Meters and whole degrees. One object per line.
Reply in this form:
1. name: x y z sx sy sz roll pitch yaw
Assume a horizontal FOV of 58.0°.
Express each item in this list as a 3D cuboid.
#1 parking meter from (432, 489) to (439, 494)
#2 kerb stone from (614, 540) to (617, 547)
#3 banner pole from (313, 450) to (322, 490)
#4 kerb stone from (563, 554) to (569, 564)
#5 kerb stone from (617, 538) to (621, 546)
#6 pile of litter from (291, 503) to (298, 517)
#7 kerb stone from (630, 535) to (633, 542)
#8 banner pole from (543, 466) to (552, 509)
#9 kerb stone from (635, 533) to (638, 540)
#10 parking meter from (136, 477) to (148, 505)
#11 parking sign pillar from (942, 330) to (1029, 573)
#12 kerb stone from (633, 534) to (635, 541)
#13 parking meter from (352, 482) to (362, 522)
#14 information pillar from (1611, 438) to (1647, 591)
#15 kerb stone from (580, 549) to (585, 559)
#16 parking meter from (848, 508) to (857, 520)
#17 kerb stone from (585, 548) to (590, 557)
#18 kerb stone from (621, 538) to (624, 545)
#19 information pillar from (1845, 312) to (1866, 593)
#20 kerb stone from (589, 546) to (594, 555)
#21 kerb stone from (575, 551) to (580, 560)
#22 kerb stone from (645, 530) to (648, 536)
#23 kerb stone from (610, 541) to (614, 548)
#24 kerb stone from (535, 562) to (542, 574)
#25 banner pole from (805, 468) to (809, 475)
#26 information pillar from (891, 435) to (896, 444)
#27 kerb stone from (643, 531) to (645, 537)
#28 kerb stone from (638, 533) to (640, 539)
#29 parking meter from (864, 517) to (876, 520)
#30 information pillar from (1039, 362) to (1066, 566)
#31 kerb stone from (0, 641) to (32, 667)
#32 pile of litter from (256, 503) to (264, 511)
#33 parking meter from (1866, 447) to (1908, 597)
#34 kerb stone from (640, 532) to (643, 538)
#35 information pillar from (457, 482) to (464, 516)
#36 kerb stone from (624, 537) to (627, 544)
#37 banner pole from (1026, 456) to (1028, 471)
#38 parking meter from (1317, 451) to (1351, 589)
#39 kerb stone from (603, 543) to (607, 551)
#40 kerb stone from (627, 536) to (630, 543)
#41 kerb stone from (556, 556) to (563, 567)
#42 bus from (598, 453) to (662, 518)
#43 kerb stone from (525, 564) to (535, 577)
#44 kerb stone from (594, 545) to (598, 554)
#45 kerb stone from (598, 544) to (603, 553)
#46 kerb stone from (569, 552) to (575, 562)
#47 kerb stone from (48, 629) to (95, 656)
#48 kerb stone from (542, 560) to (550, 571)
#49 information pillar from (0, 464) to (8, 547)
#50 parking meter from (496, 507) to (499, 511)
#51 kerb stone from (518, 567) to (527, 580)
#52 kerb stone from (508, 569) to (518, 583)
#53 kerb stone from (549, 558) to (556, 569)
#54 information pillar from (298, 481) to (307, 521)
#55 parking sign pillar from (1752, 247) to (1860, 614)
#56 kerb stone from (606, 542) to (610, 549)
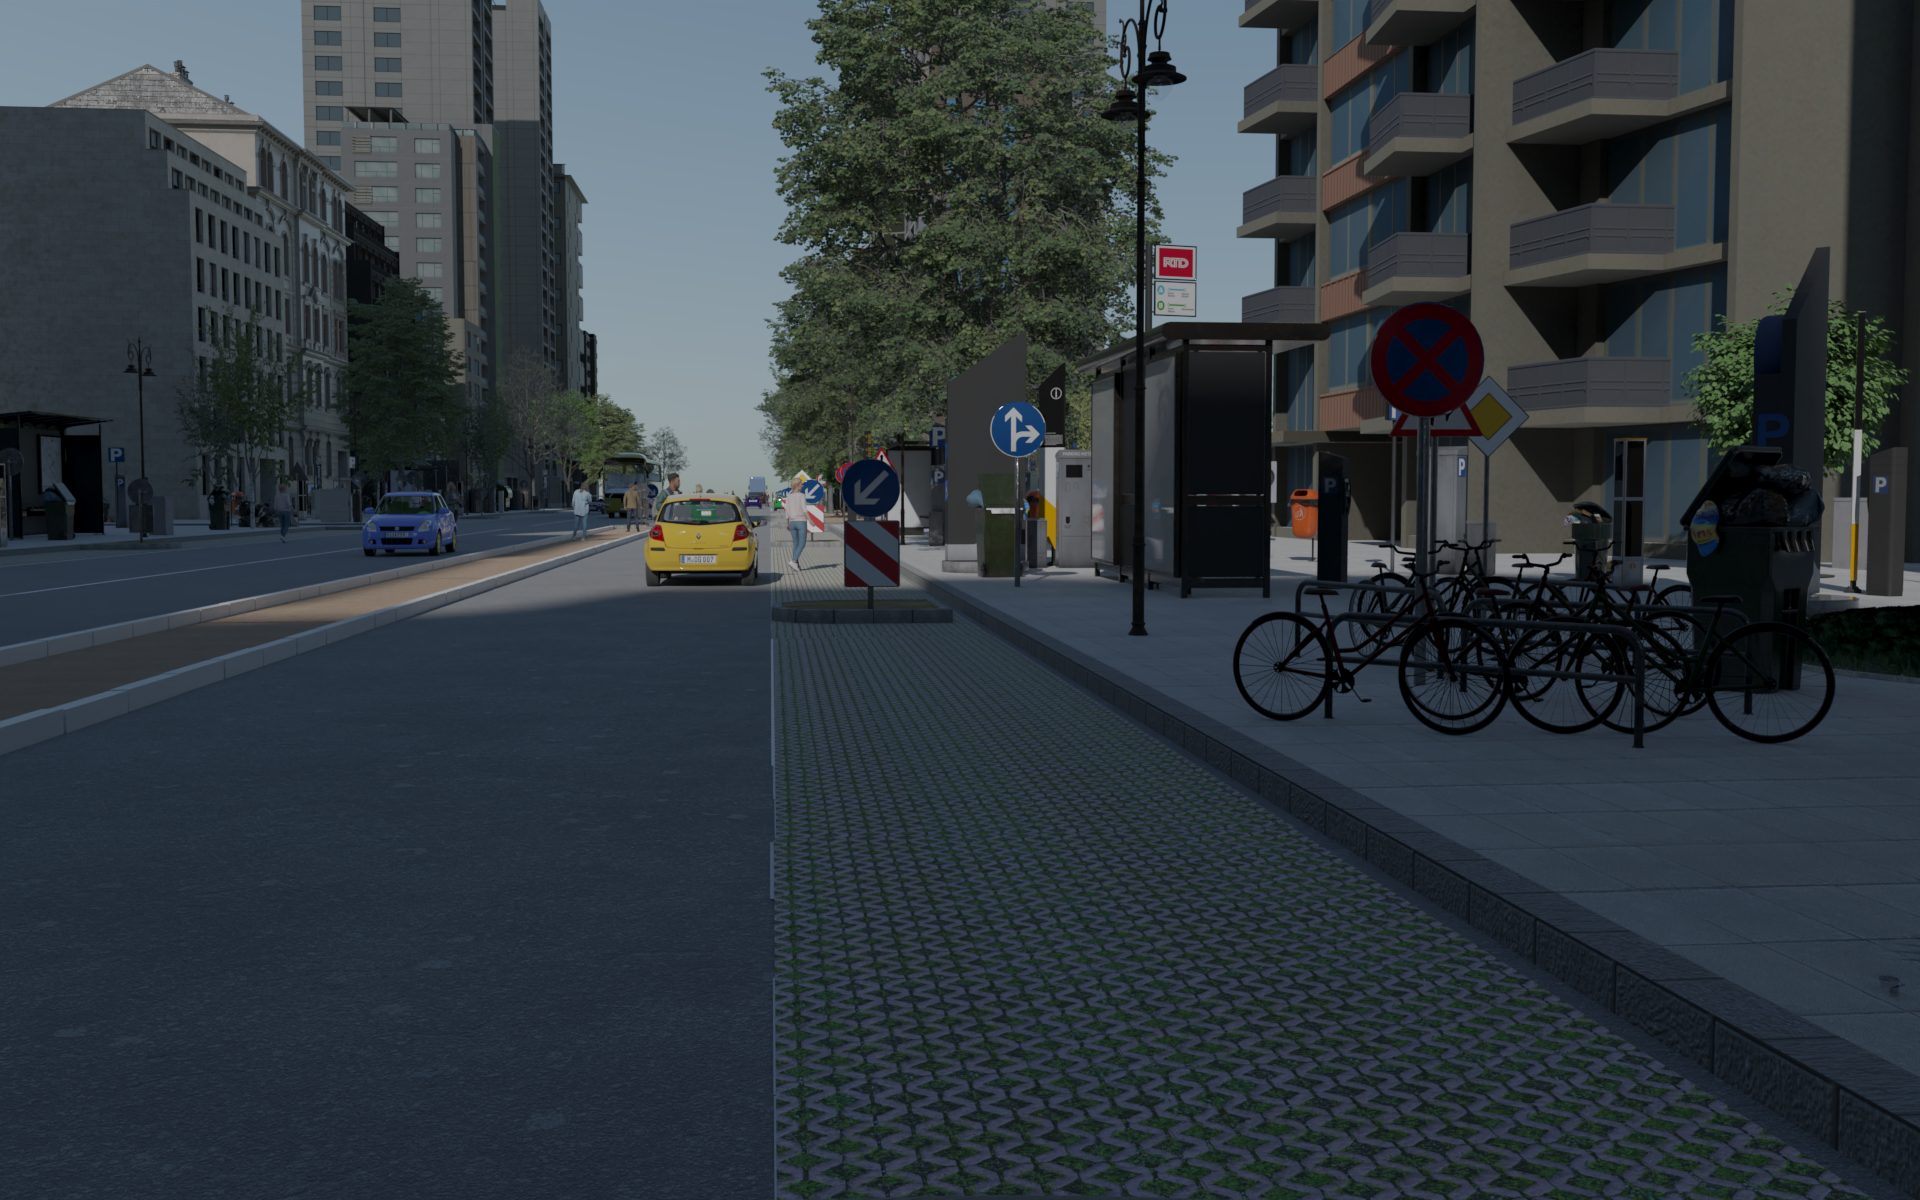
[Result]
1. parking meter: -28.605 -5.261 94.435 0.372 1.533 0.369 0 3 0
2. kerb stone: -9.380 -1.488 46.530 0.120 0.150 1.000 0 4 -6
3. banner pole: -36.905 -6.694 99.467 0.401 3.779 0.863 1 4 17
4. kerb stone: -8.150 -0.803 35.317 0.120 0.150 1.000 0 4 -6
5. kerb stone: -9.488 -1.547 47.550 0.120 0.150 1.000 0 4 -6
6. pile of litter: -36.725 -5.002 95.755 1.176 0.858 1.719 -1 4 -12
7. kerb stone: -9.934 -1.794 51.638 0.120 0.150 1.000 0 4 -6
8. banner pole: -36.150 -9.886 151.654 0.863 3.779 0.401 -3 5 -40
9. kerb stone: -10.153 -1.925 53.671 0.120 0.150 1.000 0 4 -6
10. parking meter: -28.201 -3.302 59.694 0.399 1.863 0.255 0 4 0
11. parking sign pillar: 0.416 -2.452 28.555 1.447 3.967 1.447 0 4 -7
12. kerb stone: -10.046 -1.863 52.654 0.120 0.150 1.000 0 4 -6
13. parking meter: -27.464 -4.479 78.949 0.399 1.863 0.255 3 4 36
14. information pillar: 8.851 -1.127 22.925 0.304 2.012 0.304 0 4 -6
15. kerb stone: -8.486 -0.990 38.389 0.120 0.150 1.000 0 4 -6
16. parking meter: -4.322 -3.894 69.383 0.255 1.863 0.399 -2 4 -29
17. kerb stone: -8.590 -1.053 39.406 0.120 0.150 1.000 0 4 -6
18. kerb stone: -9.599 -1.612 48.580 0.120 0.150 1.000 0 4 -6
19. information pillar: 11.673 -1.907 22.532 0.183 3.616 0.504 2 4 26
20. kerb stone: -8.707 -1.113 40.422 0.120 0.150 1.000 0 4 -6
21. kerb stone: -8.370 -0.927 37.355 0.120 0.150 1.000 0 4 -6
22. kerb stone: -10.600 -2.174 57.746 0.120 0.150 1.000 0 4 -6
23. kerb stone: -9.262 -1.426 45.515 0.120 0.150 1.000 0 4 -6
24. kerb stone: -7.708 -0.554 31.250 0.120 0.150 1.000 0 4 -6
25. banner pole: -13.040 -9.667 148.064 0.401 3.779 0.863 -3 4 -39
26. information pillar: -2.461 -4.483 64.653 0.183 3.616 0.504 1 4 16
27. kerb stone: -10.492 -2.112 56.728 0.120 0.150 1.000 0 4 -6
28. kerb stone: -10.269 -1.987 54.687 0.120 0.150 1.000 0 4 -6
29. parking meter: -2.852 -2.830 54.688 0.372 1.533 0.369 0 3 0
30. information pillar: 1.656 -2.417 30.879 0.504 3.616 0.183 1 4 22
31. kerb stone: -7.999 0.463 14.661 0.120 0.150 1.000 0 4 -6
32. pile of litter: -35.798 -4.555 88.444 1.719 0.858 1.176 1 4 20
33. parking meter: 11.661 -0.985 21.810 0.255 1.863 0.399 -1 4 -21
34. kerb stone: -10.375 -2.050 55.710 0.120 0.150 1.000 0 4 -6
35. information pillar: -29.683 -6.017 102.869 0.304 2.012 0.304 0 4 -3
36. kerb stone: -9.709 -1.676 49.602 0.120 0.150 1.000 0 4 -6
37. banner pole: 2.840 -5.586 81.346 0.863 3.779 0.401 -2 4 -23
38. parking meter: 5.068 -1.086 23.465 0.399 1.863 0.255 2 4 32
39. kerb stone: -9.044 -1.302 43.482 0.120 0.150 1.000 0 4 -6
40. kerb stone: -9.829 -1.733 50.621 0.120 0.150 1.000 0 4 -6
41. kerb stone: -8.040 -0.740 34.299 0.120 0.150 1.000 0 4 -6
42. bus: -20.174 -7.062 107.017 2.896 3.916 12.252 0 4 -5
43. kerb stone: -7.589 -0.491 30.229 0.120 0.150 1.000 0 4 -6
44. kerb stone: -8.823 -1.177 41.438 0.120 0.150 1.000 0 4 -6
45. kerb stone: -8.921 -1.237 42.456 0.120 0.150 1.000 0 4 -6
46. kerb stone: -8.253 -0.863 36.339 0.120 0.150 1.000 0 4 -6
47. kerb stone: -8.116 0.398 15.689 0.120 0.150 1.000 0 4 -6
48. kerb stone: -7.813 -0.614 32.267 0.120 0.150 1.000 0 4 -6
49. information pillar: -23.184 -2.275 41.688 0.304 2.012 0.304 0 4 1
50. parking meter: -34.334 -7.364 128.804 0.372 1.533 0.369 0 3 0
51. kerb stone: -7.482 -0.428 29.211 0.120 0.150 1.000 0 4 -6
52. kerb stone: -7.369 -0.367 28.191 0.120 0.150 1.000 0 4 -6
53. kerb stone: -7.928 -0.675 33.283 0.120 0.150 1.000 0 4 -6
54. information pillar: -31.858 -4.854 83.861 0.304 2.012 0.304 0 4 5
55. parking sign pillar: 8.899 -1.842 18.588 1.447 3.967 1.447 3 5 39
56. kerb stone: -9.153 -1.357 44.499 0.120 0.150 1.000 0 4 -6
